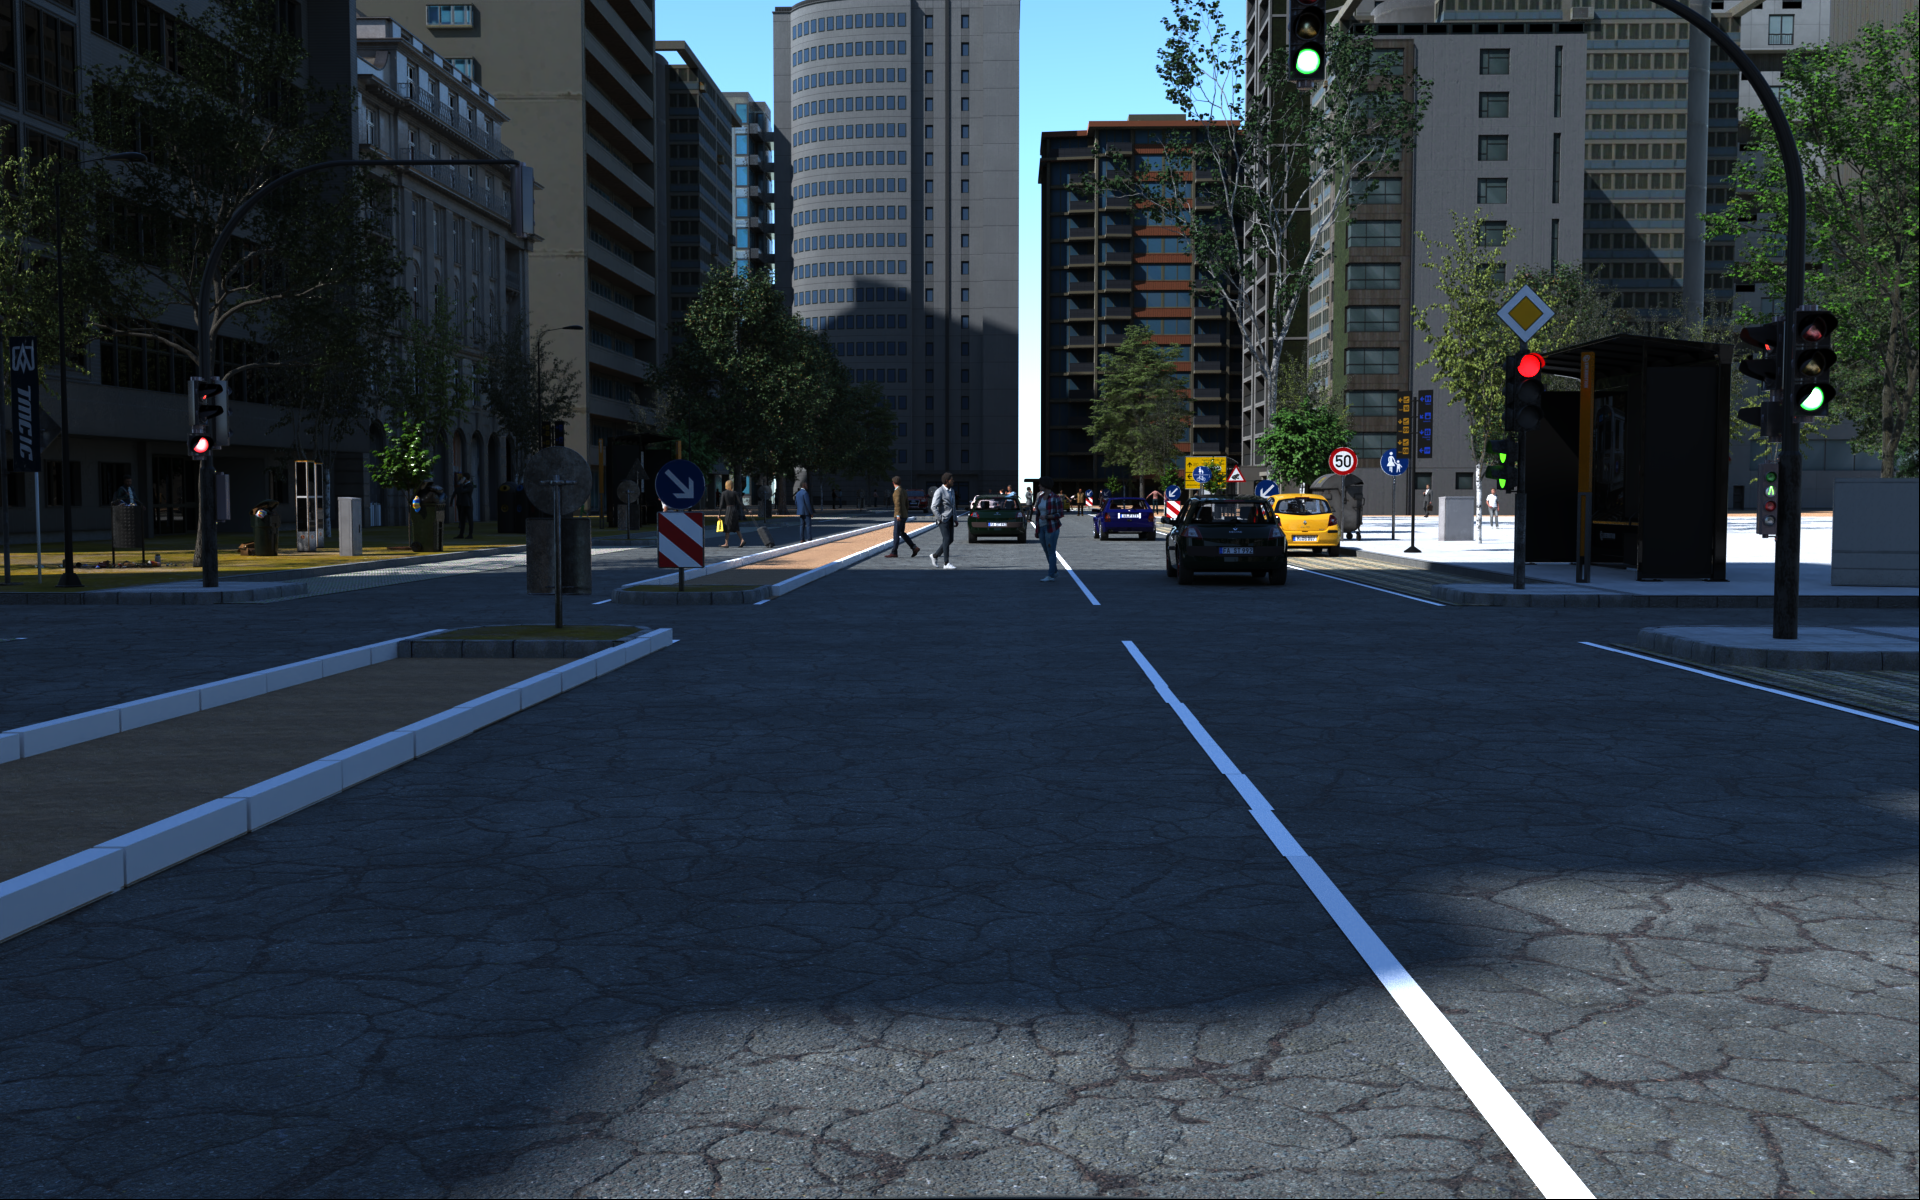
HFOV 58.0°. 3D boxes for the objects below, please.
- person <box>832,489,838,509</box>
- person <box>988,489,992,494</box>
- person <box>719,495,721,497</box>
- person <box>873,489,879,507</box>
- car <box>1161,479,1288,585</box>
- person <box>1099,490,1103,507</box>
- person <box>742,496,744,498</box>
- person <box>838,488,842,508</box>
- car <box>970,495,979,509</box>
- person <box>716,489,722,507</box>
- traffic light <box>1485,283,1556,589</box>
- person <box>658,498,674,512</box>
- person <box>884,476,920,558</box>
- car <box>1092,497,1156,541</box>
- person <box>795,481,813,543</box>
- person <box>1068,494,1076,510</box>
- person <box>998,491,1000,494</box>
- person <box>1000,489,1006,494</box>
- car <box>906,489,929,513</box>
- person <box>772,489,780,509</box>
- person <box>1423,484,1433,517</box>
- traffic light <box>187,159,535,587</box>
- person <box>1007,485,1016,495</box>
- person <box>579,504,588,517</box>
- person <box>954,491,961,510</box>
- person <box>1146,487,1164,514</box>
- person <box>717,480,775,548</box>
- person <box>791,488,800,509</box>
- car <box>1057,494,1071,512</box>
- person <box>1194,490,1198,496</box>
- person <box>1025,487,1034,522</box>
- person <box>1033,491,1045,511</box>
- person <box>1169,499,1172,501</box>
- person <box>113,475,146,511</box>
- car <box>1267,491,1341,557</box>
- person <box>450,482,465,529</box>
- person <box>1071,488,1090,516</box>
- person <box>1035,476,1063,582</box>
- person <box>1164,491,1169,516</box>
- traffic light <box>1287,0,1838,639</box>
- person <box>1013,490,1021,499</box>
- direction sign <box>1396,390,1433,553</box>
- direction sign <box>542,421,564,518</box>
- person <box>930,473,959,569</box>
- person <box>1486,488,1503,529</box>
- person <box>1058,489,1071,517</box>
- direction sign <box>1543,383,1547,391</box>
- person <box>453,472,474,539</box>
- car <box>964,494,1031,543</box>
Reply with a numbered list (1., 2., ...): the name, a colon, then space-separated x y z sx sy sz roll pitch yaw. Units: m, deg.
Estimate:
1. person: -10.657 -8.604 147.536 0.721 1.723 1.217 -2 4 -23
2. person: 2.117 -6.862 121.249 0.990 1.755 0.434 1 4 14
3. person: -24.323 -10.325 178.044 1.217 1.736 0.721 0 4 7
4. person: -8.157 -9.912 168.815 0.721 1.736 1.217 -2 4 -25
5. car: 4.370 -1.159 28.732 2.009 1.686 4.222 0 4 3
6. person: 13.878 -9.933 169.256 0.445 1.727 0.742 2 4 32
7. person: -17.952 -8.131 139.701 1.217 1.743 0.721 -2 4 -33
8. person: -11.011 -9.341 158.852 0.705 1.814 1.350 -1 4 -8
9. car: 1.639 -6.058 111.403 2.083 1.381 4.827 0 4 2
10. person: -24.289 -10.256 173.699 1.348 1.831 0.705 1 4 17
11. traffic light: 7.533 -2.102 23.282 0.839 4.253 0.868 0 4 2
12. person: -6.602 -1.821 38.840 0.524 1.755 0.480 1 4 17
13. person: -1.322 -1.884 39.208 0.836 1.842 0.656 -1 4 -14
14. car: 5.158 -2.567 54.552 1.945 1.354 3.894 0 4 0
15. person: -4.493 -2.540 50.214 0.721 1.800 0.419 3 5 44
16. person: 10.196 -8.867 156.657 0.799 1.438 0.628 -3 4 -39
17. person: 3.801 -9.739 168.658 0.541 1.710 0.530 -3 5 -41
18. person: 2.494 -5.698 102.465 0.445 1.727 0.742 1 4 17
19. car: -3.433 -7.491 131.147 2.281 1.827 5.304 0 4 0
20. person: -15.399 -8.447 144.877 1.217 1.735 0.721 2 4 28
21. person: 25.640 -5.437 94.908 0.622 1.834 0.822 3 5 42
22. traffic light: -8.228 -3.002 23.745 4.771 5.953 1.251 0 4 2
23. person: 2.106 -3.920 72.684 0.778 1.811 0.616 -3 5 -41
24. person: -20.741 -5.202 95.343 0.590 1.304 0.306 -2 4 -26
25. person: -0.261 -9.140 158.761 0.721 1.723 1.217 2 4 35
26. person: 12.351 -6.279 109.419 1.217 1.736 0.721 0 4 6
27. person: -5.751 -2.291 46.177 1.509 1.804 0.699 1 4 11
28. person: -14.192 -8.946 152.400 1.348 1.812 0.705 0 4 -8
29. car: 7.923 -7.854 138.629 2.015 1.641 3.980 0 4 2
30. person: 24.343 -10.335 177.478 1.348 1.824 0.705 -2 4 -30
31. person: 3.563 -4.868 88.278 0.473 1.802 0.592 2 4 27
32. person: 2.707 -2.940 56.970 0.661 1.777 0.834 2 4 30
33. person: 12.529 -5.892 102.904 0.617 1.759 0.750 0 4 0
34. person: -21.491 -2.345 44.731 0.721 1.781 0.623 0 4 3
35. car: 7.863 -1.871 40.815 2.015 1.641 3.980 0 4 3
36. person: -18.428 -3.563 64.071 0.659 1.850 0.755 1 4 8
37. person: 7.909 -6.431 113.736 1.348 1.812 0.705 1 4 15
38. person: 1.479 -1.165 28.389 0.643 1.720 0.563 -3 4 -36
39. person: 12.185 -5.797 101.508 0.721 1.739 1.217 1 4 21
40. traffic light: 5.214 -2.480 15.218 4.771 5.953 1.251 0 4 2
41. person: 5.050 -9.282 160.271 1.348 1.822 0.705 -2 4 -29
42. direction sign: 9.945 -2.811 37.953 0.379 3.537 0.876 -3 5 -43
43. direction sign: -12.635 -3.783 53.841 0.876 3.537 0.379 2 4 29
44. person: -0.339 -1.523 33.248 0.795 1.843 0.661 3 4 38
45. person: 19.705 -3.379 63.878 0.503 1.515 0.523 -2 4 -34
46. person: 6.339 -6.058 108.272 1.217 1.735 0.721 0 4 -2
47. direction sign: 11.955 -2.688 35.947 0.379 3.537 0.876 0 4 -4
48. person: -14.217 -2.709 49.701 0.474 1.900 0.648 -3 5 -41
49. car: 1.115 -2.564 51.715 2.009 1.686 4.222 0 4 1
